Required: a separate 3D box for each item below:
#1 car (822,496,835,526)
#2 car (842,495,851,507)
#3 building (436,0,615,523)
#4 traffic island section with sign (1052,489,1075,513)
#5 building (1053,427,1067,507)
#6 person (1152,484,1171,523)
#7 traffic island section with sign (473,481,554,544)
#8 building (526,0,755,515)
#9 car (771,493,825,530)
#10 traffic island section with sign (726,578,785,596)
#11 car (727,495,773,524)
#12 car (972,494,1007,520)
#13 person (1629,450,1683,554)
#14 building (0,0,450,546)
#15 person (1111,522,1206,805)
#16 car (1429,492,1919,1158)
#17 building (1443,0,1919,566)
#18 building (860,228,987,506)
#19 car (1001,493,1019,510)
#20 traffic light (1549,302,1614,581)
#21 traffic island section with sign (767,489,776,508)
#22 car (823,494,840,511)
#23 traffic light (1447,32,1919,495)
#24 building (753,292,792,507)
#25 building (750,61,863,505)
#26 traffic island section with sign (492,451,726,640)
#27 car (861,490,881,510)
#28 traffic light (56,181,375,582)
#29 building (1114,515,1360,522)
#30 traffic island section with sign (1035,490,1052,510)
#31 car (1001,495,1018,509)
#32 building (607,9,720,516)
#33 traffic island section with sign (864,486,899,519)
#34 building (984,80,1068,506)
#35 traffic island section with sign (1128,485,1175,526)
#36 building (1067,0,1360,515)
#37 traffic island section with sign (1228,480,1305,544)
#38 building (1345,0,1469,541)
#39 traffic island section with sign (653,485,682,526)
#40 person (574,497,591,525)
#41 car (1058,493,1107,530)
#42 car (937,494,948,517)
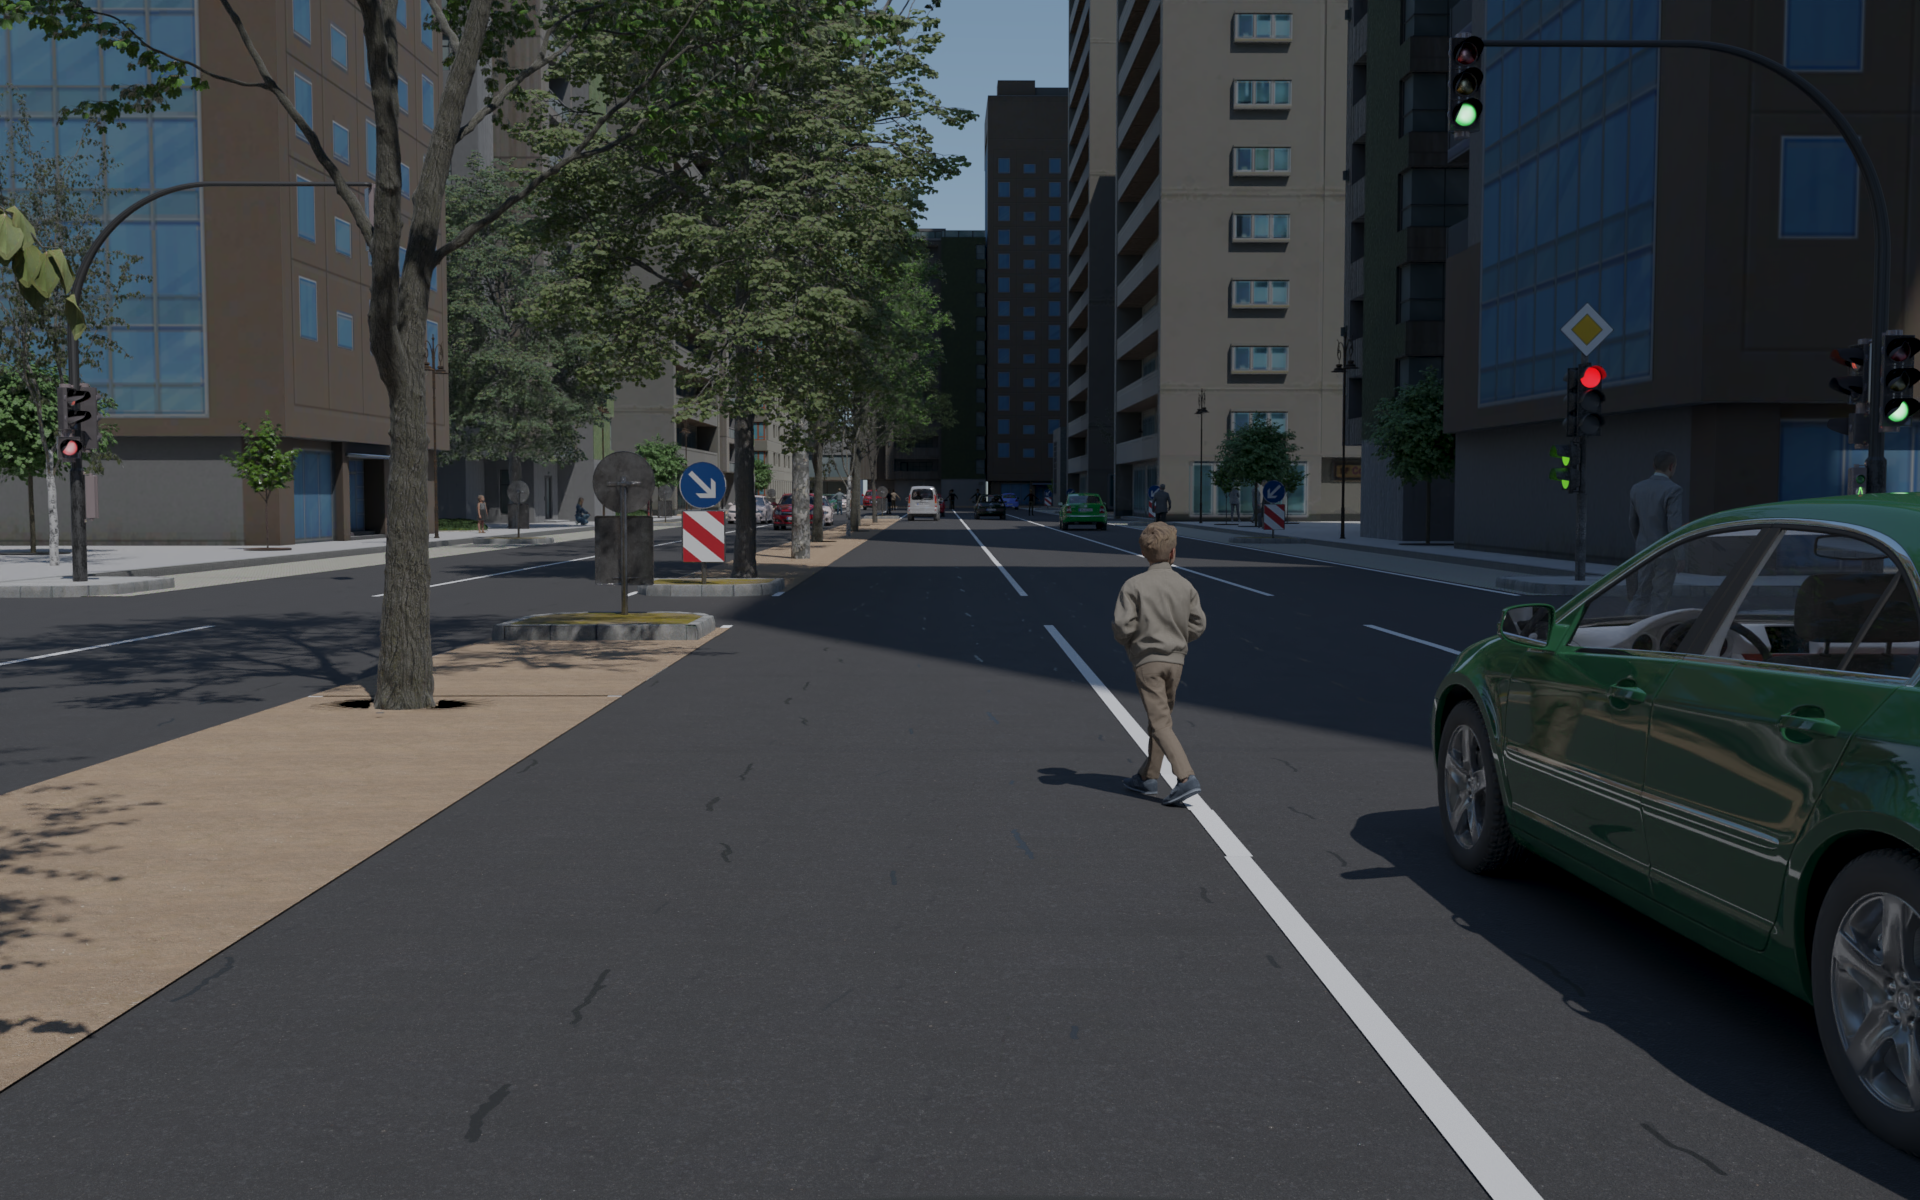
[{"bbox_3d":[-6.763,-4.094,79.299,2.083,1.381,4.827,0,4,-2],"label":"car"},{"bbox_3d":[-11.708,-9.609,169.473,2.083,1.381,4.827,0,4,-3],"label":"car"},{"bbox_3d":[-23.966,-24.086,77.407,14.154,41.232,14.086,0,4,-1],"label":"building"},{"bbox_3d":[8.012,-7.291,127.828,1.989,1.847,2.006,0,4,-1],"label":"traffic island section with sign"},{"bbox_3d":[20.815,-51.733,158.504,22.319,86.520,31.000,0,4,-1],"label":"building"},{"bbox_3d":[6.843,-3.055,58.852,0.661,1.777,0.834,0,4,4],"label":"person"},{"bbox_3d":[-12.894,-2.548,50.287,1.989,1.847,2.006,0,4,-1],"label":"traffic island section with sign"},{"bbox_3d":[-23.182,-27.241,128.980,14.154,41.232,14.086,0,4,-1],"label":"building"},{"bbox_3d":[-6.512,-3.726,69.967,2.155,1.783,4.494,0,4,0],"label":"car"},{"bbox_3d":[-3.640,-1.042,25.181,2.006,1.907,1.989,0,4,-1],"label":"traffic island section with sign"},{"bbox_3d":[-10.174,-4.400,84.307,2.083,1.381,4.827,0,3,0],"label":"car"},{"bbox_3d":[1.693,-5.424,98.465,2.009,1.686,4.222,0,4,-1],"label":"car"},{"bbox_3d":[5.998,-0.385,14.915,0.853,1.813,0.709,-2,4,-29],"label":"person"},{"bbox_3d":[-23.470,-24.344,48.139,14.600,45.320,14.200,0,4,-1],"label":"building"},{"bbox_3d":[0.916,0.287,8.085,0.475,1.303,0.640,-2,4,-33],"label":"person"},{"bbox_3d":[2.876,0.404,5.190,2.131,1.459,4.920,0,4,-2],"label":"car"},{"bbox_3d":[18.397,-23.378,32.344,14.200,45.320,14.600,0,4,-1],"label":"building"},{"bbox_3d":[-4.194,-25.653,191.133,14.107,30.474,14.160,0,4,-1],"label":"building"},{"bbox_3d":[4.387,-8.999,156.730,1.945,1.707,3.694,0,4,-1],"label":"car"},{"bbox_3d":[9.171,-2.241,25.556,0.839,4.253,0.868,0,4,-1],"label":"traffic light"},{"bbox_3d":[-13.799,-7.251,127.173,1.989,1.847,2.006,0,4,-1],"label":"traffic island section with sign"},{"bbox_3d":[-11.051,-8.223,146.237,2.131,1.459,4.920,0,4,1],"label":"car"},{"bbox_3d":[7.174,-2.614,17.406,4.771,5.953,1.251,0,4,-1],"label":"traffic light"},{"bbox_3d":[-31.168,-19.393,162.107,28.899,21.520,27.650,0,4,-1],"label":"building"},{"bbox_3d":[-25.493,-37.215,197.697,27.495,52.752,28.713,0,4,-1],"label":"building"},{"bbox_3d":[-3.563,-0.589,17.775,2.006,1.907,1.989,0,4,-1],"label":"traffic island section with sign"},{"bbox_3d":[-7.652,-8.938,154.804,2.281,1.827,5.304,0,4,-2],"label":"car"},{"bbox_3d":[-10.798,-3.099,25.342,4.771,5.953,1.251,0,4,-1],"label":"traffic light"},{"bbox_3d":[19.760,-28.483,89.394,21.300,48.544,21.600,0,4,-1],"label":"building"},{"bbox_3d":[7.705,-8.939,154.782,1.989,1.847,2.006,0,4,-1],"label":"traffic island section with sign"},{"bbox_3d":[4.718,-9.812,169.469,2.155,1.783,4.494,0,4,-1],"label":"car"},{"bbox_3d":[-27.486,-29.768,110.403,21.300,48.544,21.600,0,4,-1],"label":"building"},{"bbox_3d":[-4.530,-5.638,100.315,2.006,1.907,1.989,0,4,-1],"label":"traffic island section with sign"},{"bbox_3d":[9.957,-33.084,191.039,14.200,45.320,14.600,0,4,-1],"label":"building"},{"bbox_3d":[8.604,-4.252,78.150,1.989,1.847,2.006,0,4,-1],"label":"traffic island section with sign"},{"bbox_3d":[19.717,-31.174,133.398,21.300,48.544,21.600,0,4,-1],"label":"building"},{"bbox_3d":[8.918,-2.568,50.619,1.989,1.847,2.006,0,4,-1],"label":"traffic island section with sign"},{"bbox_3d":[18.979,-17.213,53.127,14.160,30.474,14.107,0,4,-1],"label":"building"},{"bbox_3d":[-13.223,-4.222,77.651,1.989,1.847,2.006,0,4,-1],"label":"traffic island section with sign"},{"bbox_3d":[-15.441,-3.645,71.142,0.738,1.151,1.012,0,4,-2],"label":"person"},{"bbox_3d":[4.936,-3.727,69.734,1.959,1.807,4.718,0,4,1],"label":"car"},{"bbox_3d":[-1.846,-6.196,110.338,2.155,1.783,4.494,0,4,0],"label":"car"}]
